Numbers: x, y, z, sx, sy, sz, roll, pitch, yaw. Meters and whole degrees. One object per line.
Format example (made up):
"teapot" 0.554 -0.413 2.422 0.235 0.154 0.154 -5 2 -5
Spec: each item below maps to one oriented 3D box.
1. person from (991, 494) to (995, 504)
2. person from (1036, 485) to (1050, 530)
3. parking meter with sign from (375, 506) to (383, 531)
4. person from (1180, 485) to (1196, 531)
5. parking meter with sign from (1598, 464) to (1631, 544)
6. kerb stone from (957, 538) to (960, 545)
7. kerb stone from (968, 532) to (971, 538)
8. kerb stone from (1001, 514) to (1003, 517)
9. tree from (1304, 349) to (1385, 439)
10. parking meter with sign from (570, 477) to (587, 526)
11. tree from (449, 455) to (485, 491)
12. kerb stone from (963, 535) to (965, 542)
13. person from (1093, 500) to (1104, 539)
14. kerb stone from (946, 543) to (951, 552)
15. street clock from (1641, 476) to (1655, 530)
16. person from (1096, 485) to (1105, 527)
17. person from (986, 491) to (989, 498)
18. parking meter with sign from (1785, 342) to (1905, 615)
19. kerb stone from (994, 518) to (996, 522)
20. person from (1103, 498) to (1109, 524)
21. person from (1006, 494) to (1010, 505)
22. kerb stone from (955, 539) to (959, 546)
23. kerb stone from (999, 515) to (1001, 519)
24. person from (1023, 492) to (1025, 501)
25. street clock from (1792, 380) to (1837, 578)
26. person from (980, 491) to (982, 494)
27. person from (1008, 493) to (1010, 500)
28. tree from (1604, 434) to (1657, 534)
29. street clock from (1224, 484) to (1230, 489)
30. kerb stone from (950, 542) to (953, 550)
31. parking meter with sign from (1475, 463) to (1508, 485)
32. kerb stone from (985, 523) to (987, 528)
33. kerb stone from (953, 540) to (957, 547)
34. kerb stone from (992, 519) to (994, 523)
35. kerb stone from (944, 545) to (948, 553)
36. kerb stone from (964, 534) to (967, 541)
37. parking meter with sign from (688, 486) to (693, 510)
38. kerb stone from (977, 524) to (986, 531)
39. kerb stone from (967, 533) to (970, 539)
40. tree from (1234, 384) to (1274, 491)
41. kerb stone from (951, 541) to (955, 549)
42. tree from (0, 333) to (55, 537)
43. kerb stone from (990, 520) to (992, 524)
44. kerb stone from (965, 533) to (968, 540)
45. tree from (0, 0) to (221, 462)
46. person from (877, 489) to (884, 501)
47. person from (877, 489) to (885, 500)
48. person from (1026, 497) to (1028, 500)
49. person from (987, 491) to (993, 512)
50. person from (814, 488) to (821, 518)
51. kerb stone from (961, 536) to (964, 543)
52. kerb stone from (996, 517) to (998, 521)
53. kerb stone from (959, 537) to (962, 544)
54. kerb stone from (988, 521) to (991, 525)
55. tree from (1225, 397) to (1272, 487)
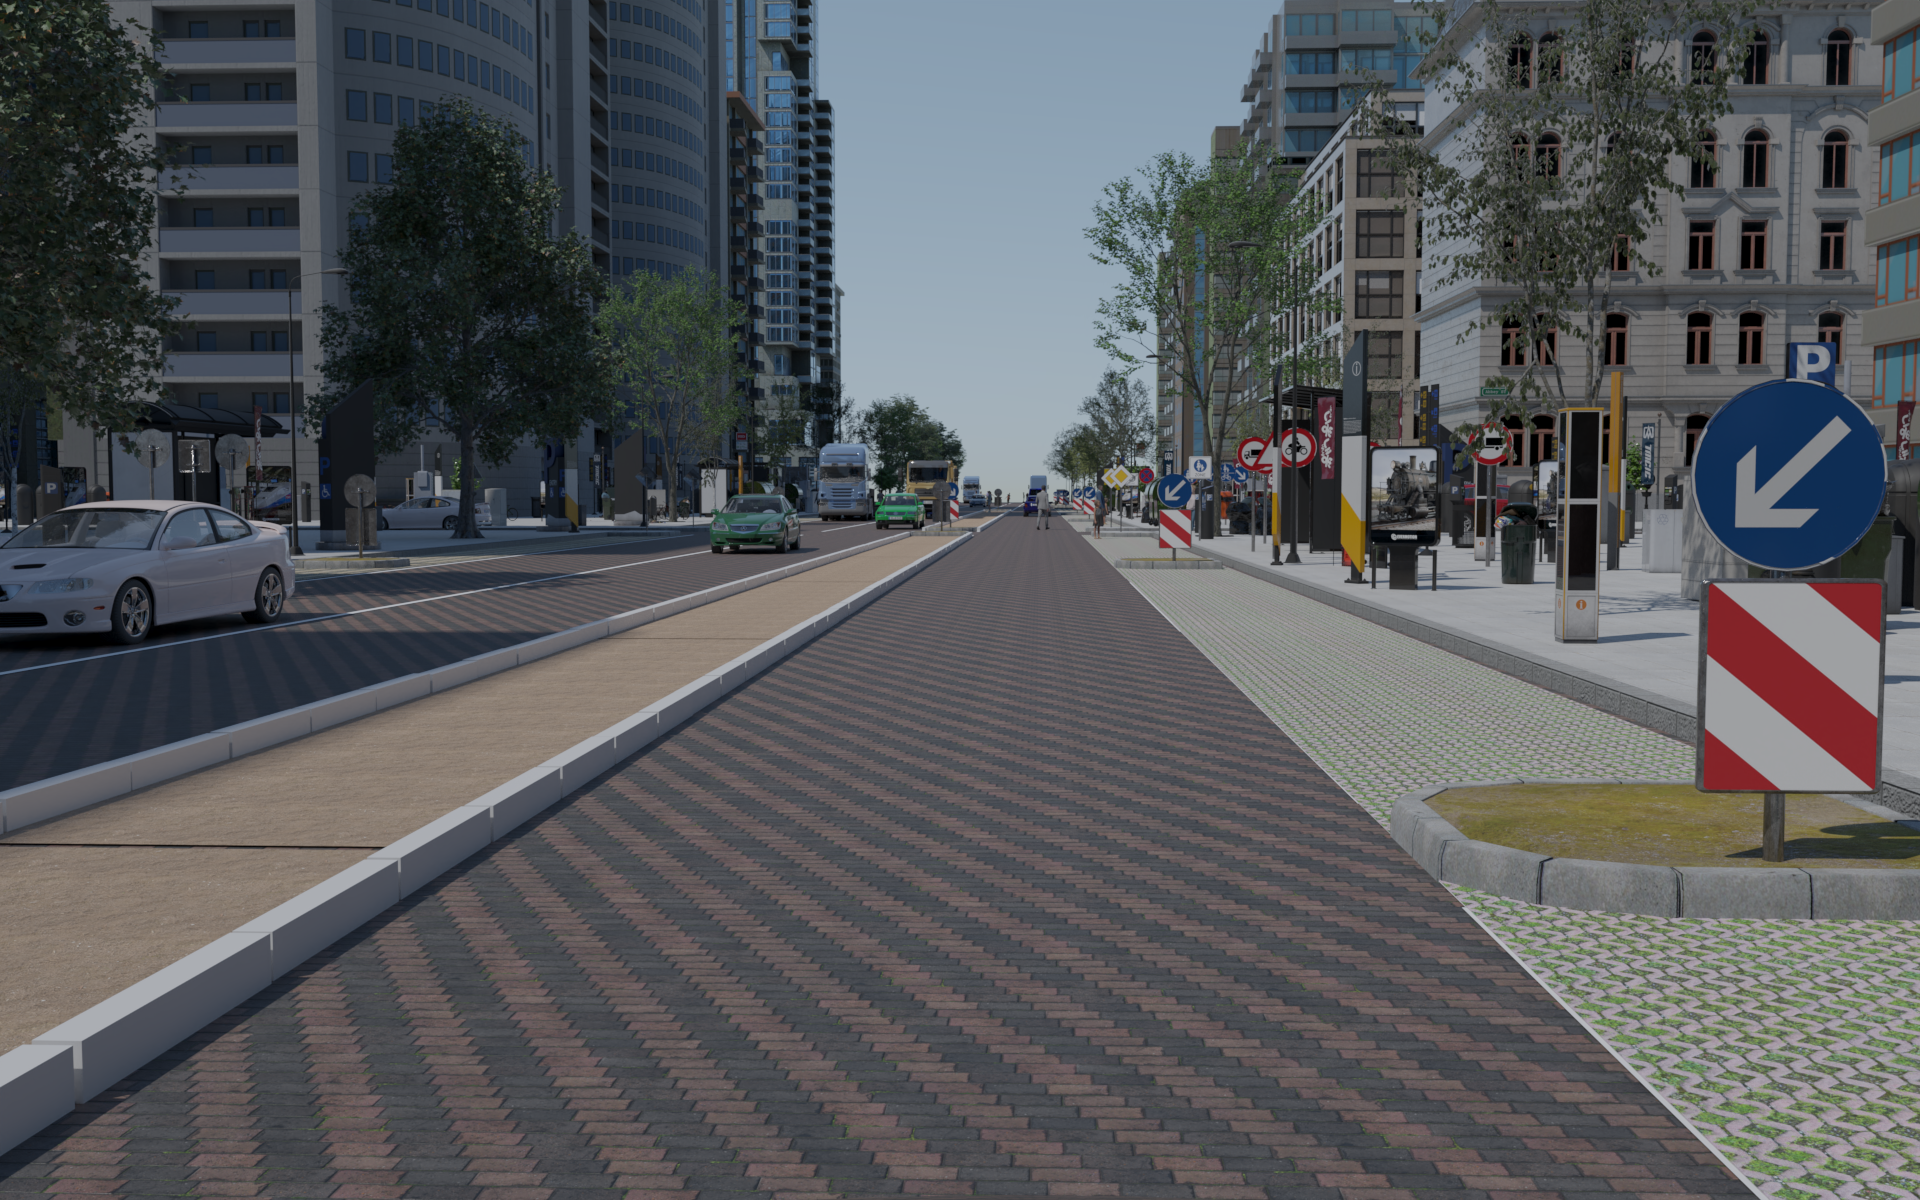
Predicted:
"person" 4.694 -15.461 261.989 1.217 1.736 0.721 -1 4 -12
"person" 3.317 -3.711 69.443 0.678 1.792 0.850 2 4 29
"parking meter with sign" -20.874 -3.892 59.892 0.543 3.016 1.738 3 5 42
"person" 8.071 -3.162 60.875 0.731 1.740 0.598 0 4 5
"parking meter with sign" 16.277 -2.945 44.404 1.738 3.016 0.543 0 4 -4
"kerb stone" -0.144 -1.552 47.579 0.120 0.150 1.000 0 4 3
"kerb stone" 0.193 -1.991 54.755 0.120 0.150 1.000 0 4 3
"kerb stone" 2.273 -4.775 100.327 0.120 0.150 1.000 0 4 3
"tree" 19.099 -8.365 87.128 4.737 8.622 4.395 0 3 0
"parking meter with sign" -15.611 -4.463 69.223 0.543 3.016 1.738 2 4 24
"tree" -22.606 -5.126 78.416 1.663 3.219 1.824 0 3 0
"kerb stone" 0.004 -1.740 50.663 0.120 0.150 1.000 0 4 3
"person" 4.399 -2.553 54.913 0.362 1.253 0.373 -2 4 -27
"kerb stone" -0.367 -1.239 42.454 0.120 0.150 1.000 0 4 3
"street clock" 22.674 -3.220 57.210 0.471 2.002 0.358 0 4 -7
"person" 5.725 -3.783 70.542 0.419 1.800 0.721 -1 4 -8
"person" 3.740 -13.384 227.192 0.599 1.838 0.709 -1 4 -19
"parking meter with sign" 9.810 -1.400 19.148 0.543 3.016 1.738 0 4 -3
"kerb stone" 1.569 -3.838 84.945 0.120 0.150 1.000 0 4 3
"person" 6.838 -4.159 81.161 0.373 1.253 0.362 0 4 -6
"person" 6.513 -13.712 235.957 1.065 1.426 0.557 3 5 45
"kerb stone" -0.185 -1.490 46.550 0.120 0.150 1.000 0 4 3
"kerb stone" 2.040 -4.464 95.187 0.120 0.150 1.000 0 4 3
"person" 10.434 -16.617 281.009 0.721 1.723 1.217 0 4 1
"street clock" 5.440 -0.405 11.188 0.471 2.002 0.358 0 4 6
"person" 2.904 -14.166 240.106 0.705 1.826 1.348 -1 4 -21
"person" 7.781 -16.032 272.096 0.415 1.643 0.593 -1 4 -16
"tree" 21.742 -3.748 55.887 1.663 3.219 1.824 0 3 0
"street clock" 18.335 -6.984 118.761 0.471 2.002 0.358 2 4 32
"kerb stone" -0.327 -1.301 43.481 0.120 0.150 1.000 0 4 3
"parking meter with sign" 21.284 -4.419 68.512 1.738 3.016 0.543 1 4 11
"kerb stone" 0.920 -2.962 70.617 0.120 0.150 1.000 0 4 3
"kerb stone" -0.227 -1.427 45.529 0.120 0.150 1.000 0 4 3
"kerb stone" 1.384 -3.587 80.847 0.120 0.150 1.000 0 4 3
"kerb stone" -0.423 -1.176 41.421 0.120 0.150 1.000 0 4 3
"kerb stone" 0.052 -1.804 51.684 0.120 0.150 1.000 0 4 3
"parking meter with sign" -21.892 -8.924 142.169 0.543 3.016 1.738 0 4 7
"kerb stone" 0.864 -2.899 69.597 0.120 0.150 1.000 0 4 3
"kerb stone" 0.154 -1.923 53.733 0.120 0.150 1.000 0 4 3
"tree" 19.804 -9.860 111.577 4.360 8.622 3.978 0 3 0
"kerb stone" -0.269 -1.364 44.507 0.120 0.150 1.000 0 4 3
"tree" -26.641 -5.991 48.323 4.360 8.622 3.978 0 3 0
"kerb stone" 1.243 -3.400 77.778 0.120 0.150 1.000 0 4 3
"kerb stone" 0.099 -1.866 52.706 0.120 0.150 1.000 0 4 3
"tree" -15.112 -6.559 24.250 9.611 12.733 9.660 0 3 0
"person" -5.671 -7.033 123.834 0.599 1.781 0.374 0 4 -6
"person" -6.525 -8.337 144.770 1.348 1.831 0.705 3 5 43
"person" 10.342 -15.717 266.945 0.415 1.643 0.593 2 4 26
"person" 2.320 -7.751 136.227 0.522 1.701 0.512 -2 4 -24
"person" -8.472 -5.829 104.206 0.661 1.777 0.834 1 4 21
"kerb stone" -0.043 -1.678 49.636 0.120 0.150 1.000 0 4 3
"kerb stone" 1.711 -4.026 88.018 0.120 0.150 1.000 0 4 3
"kerb stone" -0.085 -1.615 48.599 0.120 0.150 1.000 0 4 3
"kerb stone" 1.150 -3.270 75.734 0.120 0.150 1.000 0 4 3
"tree" 21.887 -11.043 130.919 4.737 8.622 4.395 0 3 0
